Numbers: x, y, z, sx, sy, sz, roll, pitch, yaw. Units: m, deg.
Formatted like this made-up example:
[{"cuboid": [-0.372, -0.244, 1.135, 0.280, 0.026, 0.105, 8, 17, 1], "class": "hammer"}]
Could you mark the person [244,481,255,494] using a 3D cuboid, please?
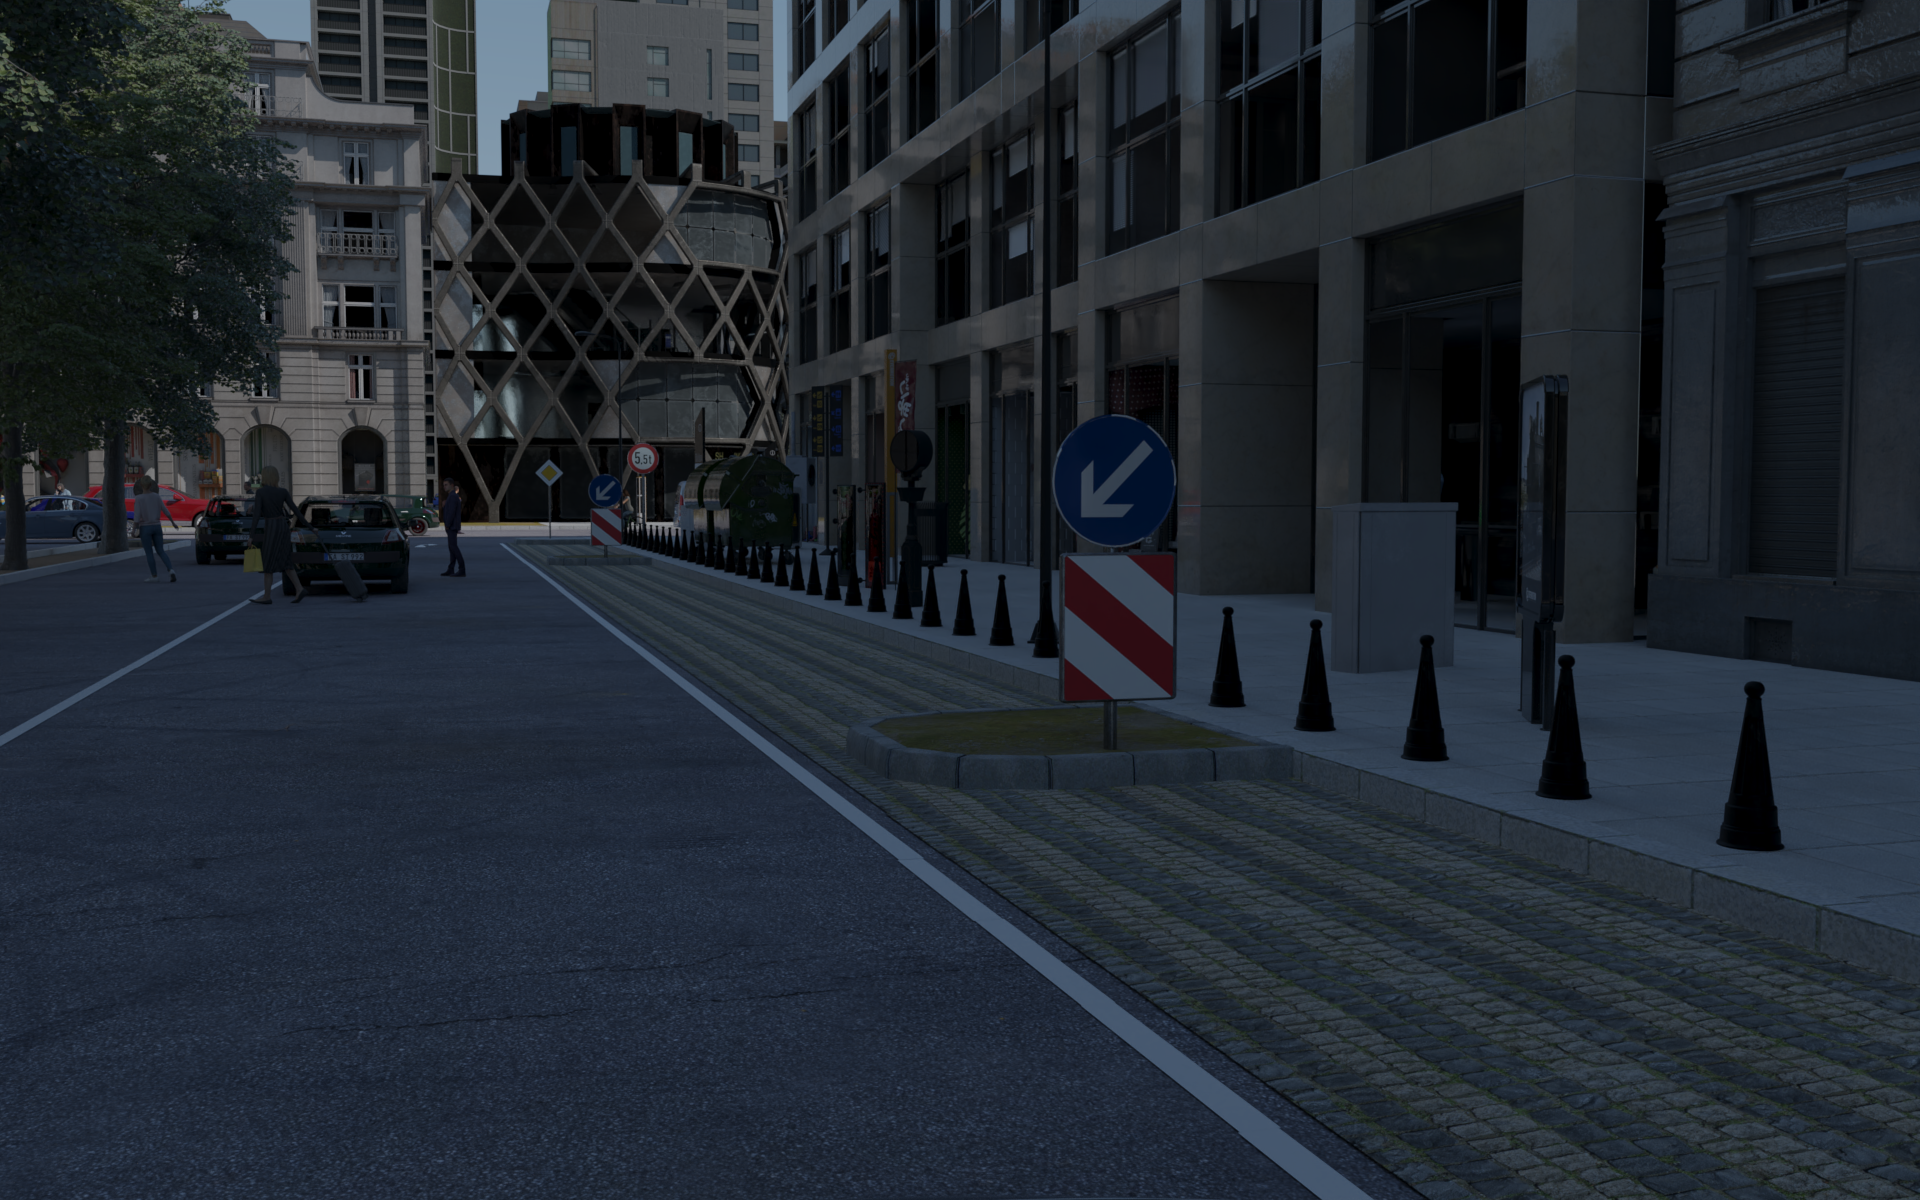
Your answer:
[{"cuboid": [-20.900, -2.583, 50.856, 0.434, 1.807, 0.598, -1, 4, -15], "class": "person"}]

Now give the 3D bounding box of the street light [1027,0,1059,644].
[{"cuboid": [0.220, -2.575, 14.636, 1.470, 5.913, 1.316, -1, 4, -17], "class": "street light"}]

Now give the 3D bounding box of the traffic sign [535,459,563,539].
[{"cuboid": [-11.821, -2.828, 49.886, 0.795, 2.450, 0.064, -1, 4, -17], "class": "traffic sign"}]

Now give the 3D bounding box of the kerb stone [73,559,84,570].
[{"cuboid": [-16.793, -0.645, 32.778, 0.120, 0.150, 1.000, -1, 4, -17], "class": "kerb stone"}]

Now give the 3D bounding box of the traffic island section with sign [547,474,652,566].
[{"cuboid": [-7.412, -1.636, 35.376, 1.989, 1.847, 2.006, -1, 4, -17], "class": "traffic island section with sign"}]

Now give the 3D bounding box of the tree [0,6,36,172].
[{"cuboid": [-11.116, -5.526, 9.811, 9.611, 12.733, 9.660, 0, 3, 0], "class": "tree"}]

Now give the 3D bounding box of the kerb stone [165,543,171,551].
[{"cuboid": [-20.064, -1.308, 43.587, 0.120, 0.150, 1.000, -1, 4, -17], "class": "kerb stone"}]

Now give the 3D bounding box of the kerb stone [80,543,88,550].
[{"cuboid": [-22.363, -1.326, 43.960, 0.120, 0.150, 1.000, -1, 4, -17], "class": "kerb stone"}]

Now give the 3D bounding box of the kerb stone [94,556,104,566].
[{"cuboid": [-17.379, -0.768, 34.752, 0.120, 0.150, 1.000, -1, 4, -17], "class": "kerb stone"}]

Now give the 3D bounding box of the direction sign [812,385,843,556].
[{"cuboid": [-2.772, -2.703, 36.199, 0.876, 3.537, 0.379, 3, 5, 40], "class": "direction sign"}]

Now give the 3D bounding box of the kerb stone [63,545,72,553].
[{"cuboid": [-21.767, -1.204, 41.995, 0.120, 0.150, 1.000, -1, 4, -17], "class": "kerb stone"}]

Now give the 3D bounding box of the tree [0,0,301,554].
[{"cuboid": [-20.196, -8.063, 40.936, 9.857, 13.997, 8.962, 0, 3, 0], "class": "tree"}]

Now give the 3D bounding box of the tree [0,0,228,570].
[{"cuboid": [-17.950, -6.846, 32.511, 7.486, 12.596, 7.792, 0, 3, 0], "class": "tree"}]

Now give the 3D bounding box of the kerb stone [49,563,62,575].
[{"cuboid": [-16.204, -0.526, 30.815, 0.120, 0.150, 1.000, -1, 4, -17], "class": "kerb stone"}]

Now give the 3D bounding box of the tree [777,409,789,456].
[{"cuboid": [-9.940, -9.718, 109.250, 4.360, 8.622, 3.978, 0, 3, 0], "class": "tree"}]

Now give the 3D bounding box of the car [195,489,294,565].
[{"cuboid": [-15.094, -1.650, 36.763, 2.009, 1.686, 4.222, -1, 4, -16], "class": "car"}]

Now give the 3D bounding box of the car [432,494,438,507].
[{"cuboid": [-56.332, -10.916, 188.064, 1.945, 1.707, 3.694, -1, 4, -16], "class": "car"}]

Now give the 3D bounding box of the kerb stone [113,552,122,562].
[{"cuboid": [-17.970, -0.888, 36.718, 0.120, 0.150, 1.000, -1, 4, -17], "class": "kerb stone"}]

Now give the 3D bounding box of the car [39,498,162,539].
[{"cuboid": [-28.005, -2.654, 55.977, 3.894, 1.354, 1.945, -1, 4, -16], "class": "car"}]

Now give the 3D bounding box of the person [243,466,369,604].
[{"cuboid": [-8.572, -0.853, 22.671, 1.509, 1.804, 0.699, -1, 4, -16], "class": "person"}]

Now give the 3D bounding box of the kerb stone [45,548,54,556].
[{"cuboid": [-21.177, -1.091, 40.032, 0.120, 0.150, 1.000, -1, 4, -17], "class": "kerb stone"}]

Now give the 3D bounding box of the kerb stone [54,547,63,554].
[{"cuboid": [-21.469, -1.151, 41.014, 0.120, 0.150, 1.000, -1, 4, -17], "class": "kerb stone"}]

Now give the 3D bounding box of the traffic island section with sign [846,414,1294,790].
[{"cuboid": [0.452, -0.042, 9.322, 1.989, 1.847, 2.006, -1, 4, -17], "class": "traffic island section with sign"}]

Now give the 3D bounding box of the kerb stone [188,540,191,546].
[{"cuboid": [-21.242, -1.549, 47.529, 0.120, 0.150, 1.000, -1, 4, -17], "class": "kerb stone"}]

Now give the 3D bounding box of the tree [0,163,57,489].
[{"cuboid": [-16.028, -4.521, 26.734, 4.737, 8.622, 4.395, 0, 3, 0], "class": "tree"}]

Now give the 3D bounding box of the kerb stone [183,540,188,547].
[{"cuboid": [-20.950, -1.489, 46.547, 0.120, 0.150, 1.000, -1, 4, -17], "class": "kerb stone"}]

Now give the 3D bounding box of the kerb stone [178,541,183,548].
[{"cuboid": [-20.656, -1.426, 45.566, 0.120, 0.150, 1.000, -1, 4, -17], "class": "kerb stone"}]

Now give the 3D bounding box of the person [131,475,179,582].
[{"cuboid": [-12.996, -1.160, 28.142, 0.598, 1.740, 0.731, 1, 4, 22], "class": "person"}]

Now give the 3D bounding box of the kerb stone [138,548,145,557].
[{"cuboid": [-18.872, -1.068, 39.664, 0.120, 0.150, 1.000, -1, 4, -17], "class": "kerb stone"}]

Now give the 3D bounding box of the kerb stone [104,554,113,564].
[{"cuboid": [-17.679, -0.821, 35.732, 0.120, 0.150, 1.000, -1, 4, -17], "class": "kerb stone"}]

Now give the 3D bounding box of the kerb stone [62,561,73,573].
[{"cuboid": [-16.496, -0.587, 31.797, 0.120, 0.150, 1.000, -1, 4, -17], "class": "kerb stone"}]

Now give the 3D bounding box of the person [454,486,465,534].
[{"cuboid": [-18.001, -3.205, 61.821, 0.530, 1.710, 0.541, -2, 4, -29], "class": "person"}]

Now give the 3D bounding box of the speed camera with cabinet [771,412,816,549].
[{"cuboid": [-3.981, -2.850, 40.930, 0.660, 3.252, 2.038, 1, 4, 14], "class": "speed camera with cabinet"}]

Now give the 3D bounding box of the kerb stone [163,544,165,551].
[{"cuboid": [-19.764, -1.244, 42.608, 0.120, 0.150, 1.000, -1, 4, -17], "class": "kerb stone"}]

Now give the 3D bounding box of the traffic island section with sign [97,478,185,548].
[{"cuboid": [-22.218, -2.382, 47.089, 2.006, 1.907, 1.989, -1, 4, -17], "class": "traffic island section with sign"}]

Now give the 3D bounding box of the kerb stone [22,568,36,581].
[{"cuboid": [-15.605, -0.407, 28.846, 0.120, 0.150, 1.000, -1, 4, -17], "class": "kerb stone"}]

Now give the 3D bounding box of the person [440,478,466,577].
[{"cuboid": [-8.821, -1.263, 30.075, 0.530, 1.710, 0.541, 0, 4, -1], "class": "person"}]

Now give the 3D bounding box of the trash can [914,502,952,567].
[{"cuboid": [-0.523, -1.165, 30.704, 0.748, 1.137, 0.748, 0, 3, 0], "class": "trash can"}]

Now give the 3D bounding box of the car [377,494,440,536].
[{"cuboid": [-19.987, -3.022, 59.203, 4.222, 1.686, 2.009, -1, 4, -18], "class": "car"}]

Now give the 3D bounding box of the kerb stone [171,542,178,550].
[{"cuboid": [-20.346, -1.369, 44.581, 0.120, 0.150, 1.000, -1, 4, -17], "class": "kerb stone"}]

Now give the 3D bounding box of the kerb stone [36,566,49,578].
[{"cuboid": [-15.905, -0.467, 29.826, 0.120, 0.150, 1.000, -1, 4, -17], "class": "kerb stone"}]

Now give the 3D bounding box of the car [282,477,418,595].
[{"cuboid": [-9.188, -0.993, 26.025, 2.009, 1.686, 4.222, -1, 4, -17], "class": "car"}]

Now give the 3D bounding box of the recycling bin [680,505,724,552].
[{"cuboid": [-5.798, -1.616, 38.970, 0.722, 1.027, 0.722, 3, 5, 40], "class": "recycling bin"}]

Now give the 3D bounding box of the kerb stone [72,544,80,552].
[{"cuboid": [-22.064, -1.271, 42.980, 0.120, 0.150, 1.000, -1, 4, -17], "class": "kerb stone"}]

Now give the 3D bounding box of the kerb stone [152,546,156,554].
[{"cuboid": [-19.462, -1.188, 41.627, 0.120, 0.150, 1.000, -1, 4, -17], "class": "kerb stone"}]

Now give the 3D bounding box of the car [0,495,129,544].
[{"cuboid": [-26.702, -2.351, 50.437, 4.499, 1.417, 2.014, -1, 4, -18], "class": "car"}]

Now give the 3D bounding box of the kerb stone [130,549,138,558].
[{"cuboid": [-18.578, -1.008, 38.683, 0.120, 0.150, 1.000, -1, 4, -17], "class": "kerb stone"}]

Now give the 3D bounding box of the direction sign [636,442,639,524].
[{"cuboid": [-13.949, -5.081, 75.079, 0.379, 3.537, 0.876, 0, 4, -7], "class": "direction sign"}]

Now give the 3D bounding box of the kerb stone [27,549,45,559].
[{"cuboid": [-20.877, -1.031, 39.052, 0.120, 0.150, 1.000, -1, 4, -17], "class": "kerb stone"}]

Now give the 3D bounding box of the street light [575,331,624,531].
[{"cuboid": [-10.308, -4.723, 49.764, 1.470, 5.913, 1.316, -1, 4, -17], "class": "street light"}]

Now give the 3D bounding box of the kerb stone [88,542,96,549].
[{"cuboid": [-22.657, -1.390, 44.941, 0.120, 0.150, 1.000, -1, 4, -17], "class": "kerb stone"}]

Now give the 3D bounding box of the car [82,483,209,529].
[{"cuboid": [-28.240, -3.202, 61.024, 5.304, 1.827, 2.281, -1, 4, -17], "class": "car"}]

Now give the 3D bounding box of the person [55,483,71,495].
[{"cuboid": [-29.918, -3.007, 57.931, 0.793, 1.790, 0.793, -1, 4, -18], "class": "person"}]

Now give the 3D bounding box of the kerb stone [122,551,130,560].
[{"cuboid": [-18.279, -0.948, 37.701, 0.120, 0.150, 1.000, -1, 4, -17], "class": "kerb stone"}]

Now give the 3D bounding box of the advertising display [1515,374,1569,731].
[{"cuboid": [3.268, -0.278, 9.767, 0.123, 1.923, 0.974, 1, 4, 10], "class": "advertising display"}]

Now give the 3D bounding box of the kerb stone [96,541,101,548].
[{"cuboid": [-22.949, -1.451, 45.923, 0.120, 0.150, 1.000, -1, 4, -17], "class": "kerb stone"}]

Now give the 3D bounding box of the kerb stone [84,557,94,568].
[{"cuboid": [-17.090, -0.707, 33.761, 0.120, 0.150, 1.000, -1, 4, -17], "class": "kerb stone"}]

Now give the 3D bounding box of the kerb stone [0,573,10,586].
[{"cuboid": [-15.309, -0.342, 27.859, 0.120, 0.150, 1.000, -1, 4, -17], "class": "kerb stone"}]
